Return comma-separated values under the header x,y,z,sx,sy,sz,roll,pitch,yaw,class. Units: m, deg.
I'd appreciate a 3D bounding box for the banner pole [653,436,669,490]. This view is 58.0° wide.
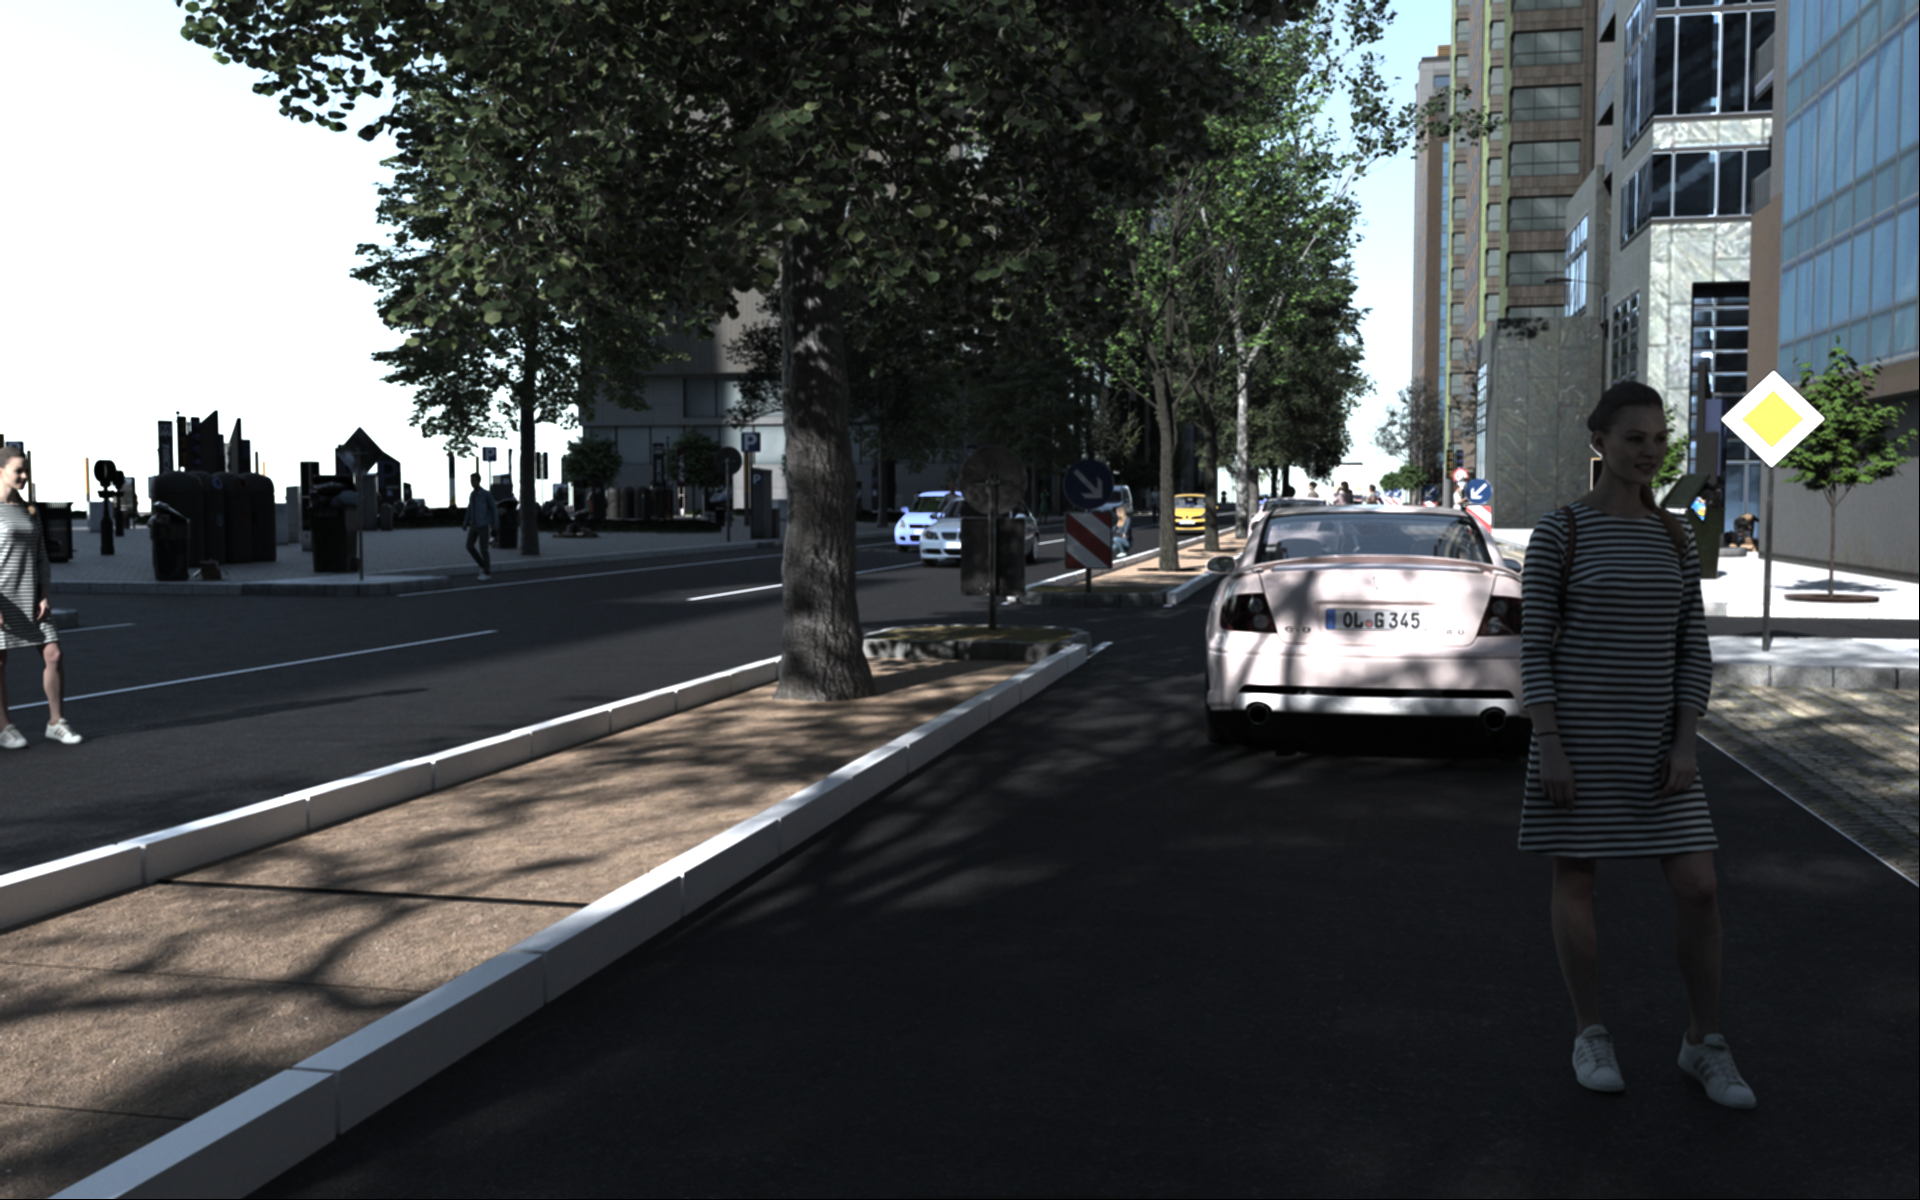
x,y,z,sx,sy,sz,roll,pitch,yaw,class
-12.881,-5.199,75.013,0.863,3.779,0.401,-1,4,-12,banner pole

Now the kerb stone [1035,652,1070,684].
x,y,z,sx,sy,sz,roll,pitch,yaw,class
0.689,0.540,13.371,0.120,0.150,1.000,1,4,13,kerb stone

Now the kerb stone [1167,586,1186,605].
x,y,z,sx,sy,sz,roll,pitch,yaw,class
2.847,-0.045,22.926,0.120,0.150,1.000,1,4,13,kerb stone

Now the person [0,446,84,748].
x,y,z,sx,sy,sz,roll,pitch,yaw,class
-5.372,-0.020,9.828,0.522,1.701,0.512,1,4,23,person

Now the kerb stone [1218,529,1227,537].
x,y,z,sx,sy,sz,roll,pitch,yaw,class
9.124,-2.335,60.375,0.120,0.150,1.000,1,4,13,kerb stone

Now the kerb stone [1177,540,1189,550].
x,y,z,sx,sy,sz,roll,pitch,yaw,class
5.970,-1.479,46.376,0.120,0.150,1.000,1,4,13,kerb stone

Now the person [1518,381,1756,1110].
x,y,z,sx,sy,sz,roll,pitch,yaw,class
1.603,0.323,4.215,0.512,1.701,0.522,0,4,-5,person

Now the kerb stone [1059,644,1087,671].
x,y,z,sx,sy,sz,roll,pitch,yaw,class
0.918,0.482,14.371,0.120,0.150,1.000,1,4,13,kerb stone

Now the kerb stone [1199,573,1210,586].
x,y,z,sx,sy,sz,roll,pitch,yaw,class
3.743,-0.290,26.937,0.120,0.150,1.000,1,4,13,kerb stone

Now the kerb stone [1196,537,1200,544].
x,y,z,sx,sy,sz,roll,pitch,yaw,class
6.655,-1.659,49.373,0.120,0.150,1.000,1,4,13,kerb stone

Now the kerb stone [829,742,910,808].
x,y,z,sx,sy,sz,roll,pitch,yaw,class
-0.438,0.846,8.363,0.120,0.150,1.000,1,4,13,kerb stone

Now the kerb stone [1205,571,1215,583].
x,y,z,sx,sy,sz,roll,pitch,yaw,class
3.975,-0.347,27.937,0.120,0.150,1.000,1,4,13,kerb stone

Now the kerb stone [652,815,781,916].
x,y,z,sx,sy,sz,roll,pitch,yaw,class
-0.884,0.968,6.366,0.120,0.150,1.000,1,4,13,kerb stone

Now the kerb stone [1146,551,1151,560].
x,y,z,sx,sy,sz,roll,pitch,yaw,class
3.950,-0.928,37.375,0.120,0.150,1.000,1,4,13,kerb stone

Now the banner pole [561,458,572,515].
x,y,z,sx,sy,sz,roll,pitch,yaw,class
-23.959,-7.073,105.666,0.863,3.779,0.401,-3,4,-36,banner pole

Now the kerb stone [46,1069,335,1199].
x,y,z,sx,sy,sz,roll,pitch,yaw,class
-1.555,1.153,3.369,0.120,0.150,1.000,1,4,13,kerb stone

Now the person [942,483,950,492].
x,y,z,sx,sy,sz,roll,pitch,yaw,class
-0.372,-2.940,56.745,0.590,1.801,0.661,0,4,-6,person

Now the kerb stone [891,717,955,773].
x,y,z,sx,sy,sz,roll,pitch,yaw,class
-0.209,0.785,9.364,0.120,0.150,1.000,1,4,13,kerb stone

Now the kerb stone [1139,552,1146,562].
x,y,z,sx,sy,sz,roll,pitch,yaw,class
3.727,-0.867,36.377,0.120,0.150,1.000,1,4,13,kerb stone

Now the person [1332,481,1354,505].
x,y,z,sx,sy,sz,roll,pitch,yaw,class
9.515,-2.047,42.552,0.593,1.750,0.643,-2,4,-28,person

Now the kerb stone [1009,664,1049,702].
x,y,z,sx,sy,sz,roll,pitch,yaw,class
0.472,0.601,12.365,0.120,0.150,1.000,1,4,13,kerb stone

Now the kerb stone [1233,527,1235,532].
x,y,z,sx,sy,sz,roll,pitch,yaw,class
10.026,-2.576,64.388,0.120,0.150,1.000,1,4,13,kerb stone

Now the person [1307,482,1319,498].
x,y,z,sx,sy,sz,roll,pitch,yaw,class
9.850,-2.445,48.813,0.374,1.781,0.599,-2,4,-31,person

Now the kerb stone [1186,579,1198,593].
x,y,z,sx,sy,sz,roll,pitch,yaw,class
3.289,-0.167,24.930,0.120,0.150,1.000,1,4,13,kerb stone

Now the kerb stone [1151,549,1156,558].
x,y,z,sx,sy,sz,roll,pitch,yaw,class
4.166,-0.987,38.379,0.120,0.150,1.000,1,4,13,kerb stone

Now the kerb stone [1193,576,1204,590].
x,y,z,sx,sy,sz,roll,pitch,yaw,class
3.516,-0.229,25.932,0.120,0.150,1.000,1,4,13,kerb stone

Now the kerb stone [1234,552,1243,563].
x,y,z,sx,sy,sz,roll,pitch,yaw,class
5.995,-0.901,36.925,0.120,0.150,1.000,1,4,13,kerb stone

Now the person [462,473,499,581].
x,y,z,sx,sy,sz,roll,pitch,yaw,class
-7.958,-1.221,28.804,0.601,1.785,0.444,2,4,35,person

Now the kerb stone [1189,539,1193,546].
x,y,z,sx,sy,sz,roll,pitch,yaw,class
6.199,-1.535,47.374,0.120,0.150,1.000,1,4,13,kerb stone

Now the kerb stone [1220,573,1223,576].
x,y,z,sx,sy,sz,roll,pitch,yaw,class
4.417,-0.473,29.938,0.120,0.150,1.000,1,4,13,kerb stone

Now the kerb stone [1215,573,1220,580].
x,y,z,sx,sy,sz,roll,pitch,yaw,class
4.200,-0.408,28.934,0.120,0.150,1.000,1,4,13,kerb stone

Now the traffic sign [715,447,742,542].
x,y,z,sx,sy,sz,roll,pitch,yaw,class
-6.231,-2.841,46.555,0.768,2.556,0.104,1,4,13,traffic sign

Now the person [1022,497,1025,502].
x,y,z,sx,sy,sz,roll,pitch,yaw,class
2.727,-4.252,78.566,0.519,1.759,0.362,-1,4,-14,person

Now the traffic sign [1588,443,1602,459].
x,y,z,sx,sy,sz,roll,pitch,yaw,class
8.335,-1.116,21.883,0.795,2.450,0.064,1,4,13,traffic sign

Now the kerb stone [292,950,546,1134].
x,y,z,sx,sy,sz,roll,pitch,yaw,class
-1.334,1.095,4.371,0.120,0.150,1.000,1,4,13,kerb stone

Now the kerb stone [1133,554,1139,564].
x,y,z,sx,sy,sz,roll,pitch,yaw,class
3.495,-0.801,35.382,0.120,0.150,1.000,1,4,13,kerb stone

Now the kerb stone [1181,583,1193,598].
x,y,z,sx,sy,sz,roll,pitch,yaw,class
3.076,-0.103,23.930,0.120,0.150,1.000,1,4,13,kerb stone

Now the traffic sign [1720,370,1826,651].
x,y,z,sx,sy,sz,roll,pitch,yaw,class
6.581,-0.639,14.092,0.795,2.450,0.064,1,4,13,traffic sign

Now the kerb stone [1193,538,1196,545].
x,y,z,sx,sy,sz,roll,pitch,yaw,class
6.424,-1.596,48.372,0.120,0.150,1.000,1,4,13,kerb stone

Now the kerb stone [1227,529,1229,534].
x,y,z,sx,sy,sz,roll,pitch,yaw,class
9.350,-2.396,61.378,0.120,0.150,1.000,1,4,13,kerb stone

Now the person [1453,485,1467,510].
x,y,z,sx,sy,sz,roll,pitch,yaw,class
16.916,-3.030,58.616,0.524,1.755,0.480,0,4,2,person

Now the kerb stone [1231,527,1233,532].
x,y,z,sx,sy,sz,roll,pitch,yaw,class
9.803,-2.520,63.391,0.120,0.150,1.000,1,4,13,kerb stone

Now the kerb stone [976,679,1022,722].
x,y,z,sx,sy,sz,roll,pitch,yaw,class
0.239,0.663,11.360,0.120,0.150,1.000,1,4,13,kerb stone

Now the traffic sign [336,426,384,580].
x,y,z,sx,sy,sz,roll,pitch,yaw,class
-8.924,-1.354,25.775,0.795,2.450,0.064,1,4,13,traffic sign

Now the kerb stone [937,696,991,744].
x,y,z,sx,sy,sz,roll,pitch,yaw,class
0.013,0.724,10.362,0.120,0.150,1.000,1,4,13,kerb stone

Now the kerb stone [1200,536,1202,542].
x,y,z,sx,sy,sz,roll,pitch,yaw,class
6.874,-1.724,50.376,0.120,0.150,1.000,1,4,13,kerb stone

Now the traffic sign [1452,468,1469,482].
x,y,z,sx,sy,sz,roll,pitch,yaw,class
24.186,-5.114,83.722,0.768,2.556,0.104,1,4,18,traffic sign

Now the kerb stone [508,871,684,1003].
x,y,z,sx,sy,sz,roll,pitch,yaw,class
-1.109,1.031,5.369,0.120,0.150,1.000,1,4,13,kerb stone

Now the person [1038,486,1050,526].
x,y,z,sx,sy,sz,roll,pitch,yaw,class
3.758,-4.236,78.004,0.529,1.795,0.600,-1,4,-12,person

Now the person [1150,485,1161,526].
x,y,z,sx,sy,sz,roll,pitch,yaw,class
8.805,-4.222,77.379,0.661,1.843,0.795,2,4,25,person

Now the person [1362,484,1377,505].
x,y,z,sx,sy,sz,roll,pitch,yaw,class
14.573,-3.232,61.697,0.532,1.782,0.716,1,4,11,person

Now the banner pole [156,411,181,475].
x,y,z,sx,sy,sz,roll,pitch,yaw,class
-23.626,-3.786,51.921,0.401,3.779,0.863,3,5,39,banner pole

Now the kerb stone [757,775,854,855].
x,y,z,sx,sy,sz,roll,pitch,yaw,class
-0.659,0.909,7.363,0.120,0.150,1.000,1,4,13,kerb stone

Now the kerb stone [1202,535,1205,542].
x,y,z,sx,sy,sz,roll,pitch,yaw,class
7.097,-1.780,51.374,0.120,0.150,1.000,1,4,13,kerb stone

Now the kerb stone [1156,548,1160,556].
x,y,z,sx,sy,sz,roll,pitch,yaw,class
4.394,-1.050,39.375,0.120,0.150,1.000,1,4,13,kerb stone

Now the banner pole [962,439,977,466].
x,y,z,sx,sy,sz,roll,pitch,yaw,class
0.361,-5.415,78.556,0.863,3.779,0.401,1,4,12,banner pole

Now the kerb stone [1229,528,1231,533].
x,y,z,sx,sy,sz,roll,pitch,yaw,class
9.578,-2.458,62.378,0.120,0.150,1.000,1,4,13,kerb stone

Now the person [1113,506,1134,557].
x,y,z,sx,sy,sz,roll,pitch,yaw,class
3.660,-1.566,39.610,0.738,1.151,1.012,-1,4,-19,person
